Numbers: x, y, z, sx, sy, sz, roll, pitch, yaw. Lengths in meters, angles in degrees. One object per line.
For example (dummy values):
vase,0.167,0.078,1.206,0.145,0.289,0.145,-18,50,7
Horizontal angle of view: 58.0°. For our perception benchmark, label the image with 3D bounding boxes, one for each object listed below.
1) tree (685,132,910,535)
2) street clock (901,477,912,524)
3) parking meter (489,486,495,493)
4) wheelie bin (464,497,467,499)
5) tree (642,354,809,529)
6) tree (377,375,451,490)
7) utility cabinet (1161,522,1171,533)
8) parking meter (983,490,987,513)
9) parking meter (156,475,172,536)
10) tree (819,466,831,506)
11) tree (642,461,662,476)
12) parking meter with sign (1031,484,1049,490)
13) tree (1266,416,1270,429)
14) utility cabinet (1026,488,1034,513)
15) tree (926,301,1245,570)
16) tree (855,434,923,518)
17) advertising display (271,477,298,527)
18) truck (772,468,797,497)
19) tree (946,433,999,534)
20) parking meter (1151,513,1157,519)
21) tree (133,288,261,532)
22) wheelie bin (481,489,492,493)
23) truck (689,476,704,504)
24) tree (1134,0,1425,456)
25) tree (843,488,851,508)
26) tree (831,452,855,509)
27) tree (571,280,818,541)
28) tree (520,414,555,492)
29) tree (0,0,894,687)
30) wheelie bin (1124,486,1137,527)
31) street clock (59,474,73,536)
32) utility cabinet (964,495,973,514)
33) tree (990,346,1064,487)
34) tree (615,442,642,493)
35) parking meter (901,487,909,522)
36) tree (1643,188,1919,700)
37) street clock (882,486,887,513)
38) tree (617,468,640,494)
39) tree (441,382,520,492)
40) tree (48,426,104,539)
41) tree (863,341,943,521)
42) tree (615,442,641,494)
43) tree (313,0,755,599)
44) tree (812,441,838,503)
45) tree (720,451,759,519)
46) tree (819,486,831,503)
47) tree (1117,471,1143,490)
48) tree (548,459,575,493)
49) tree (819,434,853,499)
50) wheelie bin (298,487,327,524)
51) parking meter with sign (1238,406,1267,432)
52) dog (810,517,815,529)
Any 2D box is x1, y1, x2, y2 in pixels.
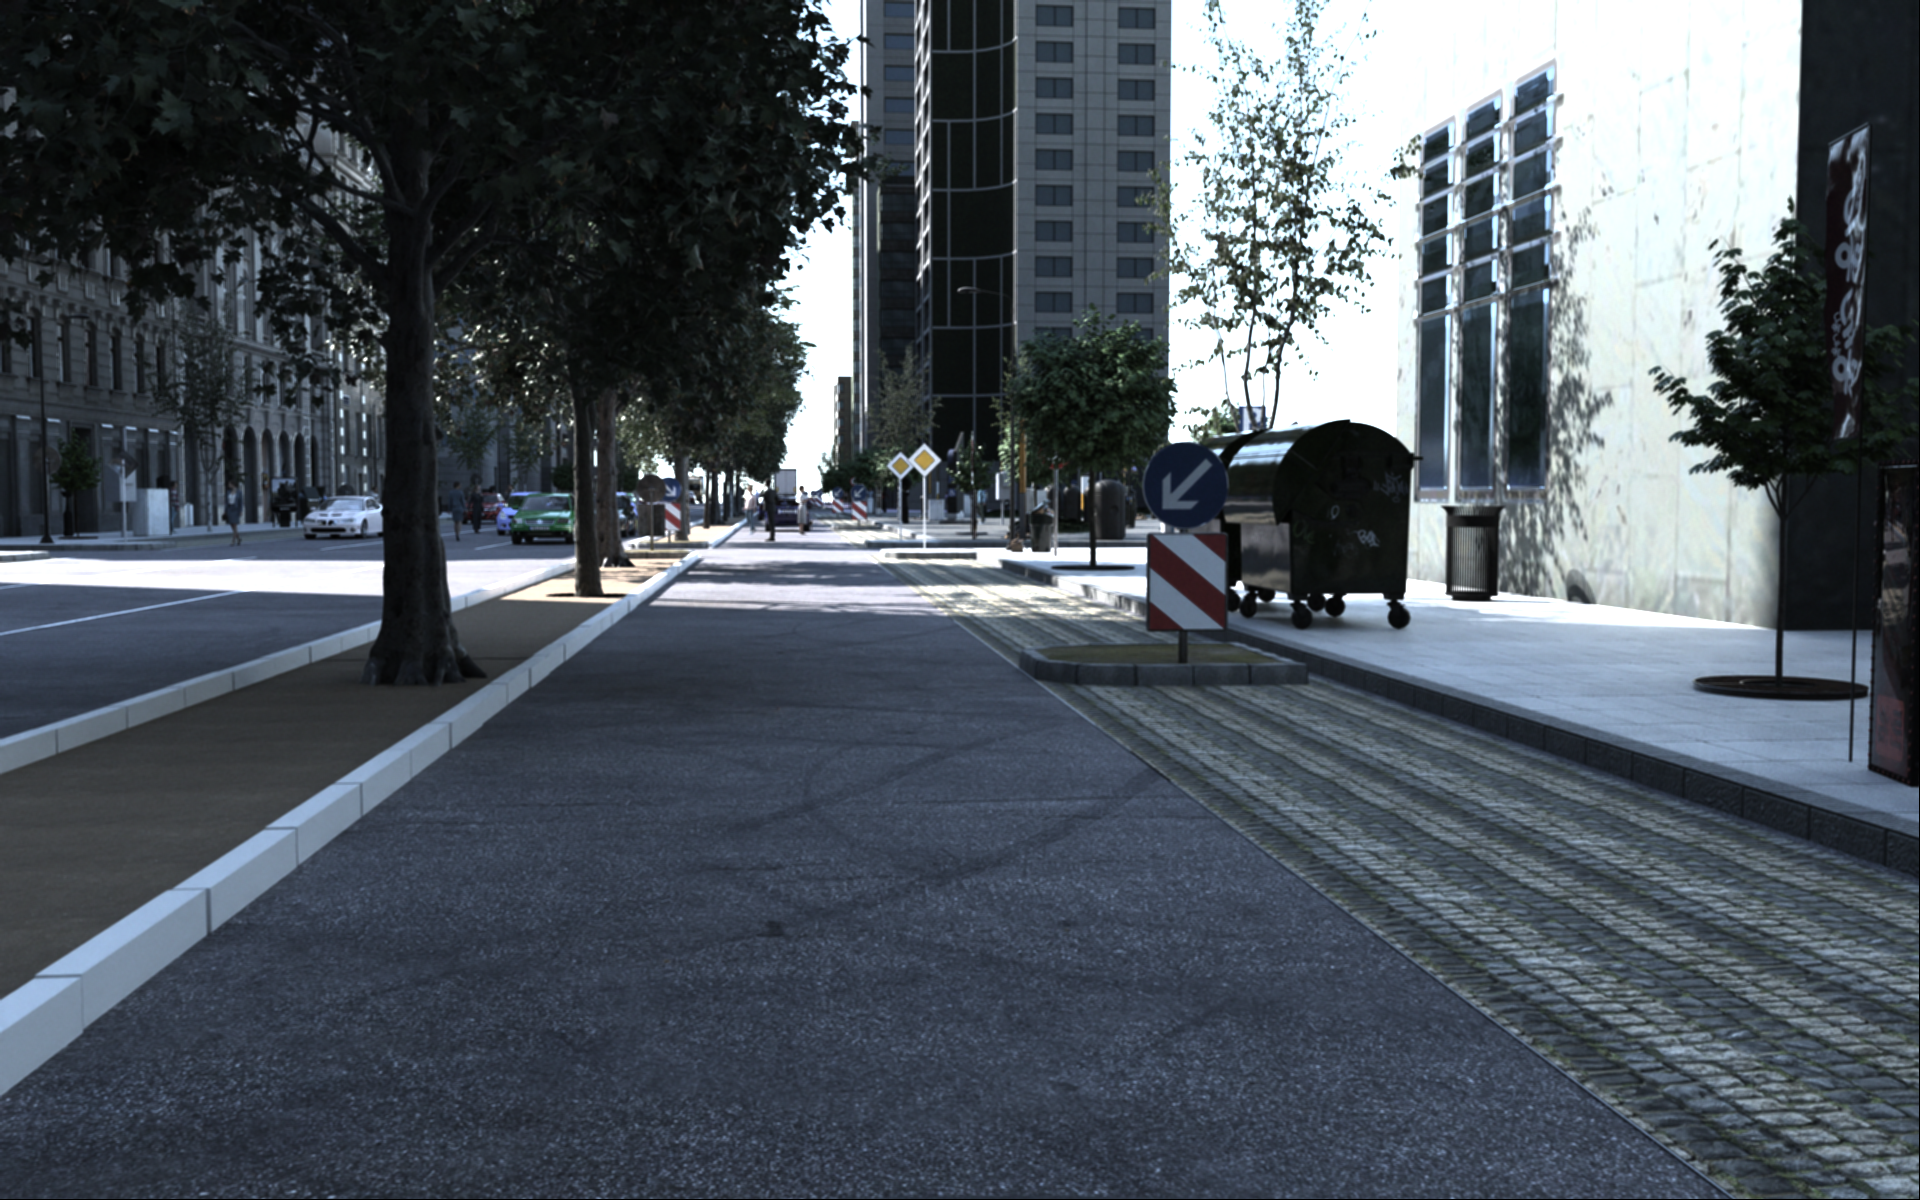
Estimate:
tree,-8.383,-12.301,59.466,12.611,20.169,13.585,0,3,0
street clock,-2.354,-4.335,75.445,0.471,2.002,0.358,2,4,24
parking meter,-31.820,-6.860,117.879,0.255,1.863,0.399,1,4,20
wheelie bin,-30.231,-5.985,105.769,0.693,1.594,0.980,-1,4,-9
tree,-10.380,-8.159,70.267,8.767,10.594,7.601,0,4,-6
tree,-30.130,-8.918,96.167,4.360,8.622,3.978,0,3,0
utility cabinet,6.825,-2.812,57.143,0.306,1.237,1.020,0,3,0
parking meter,1.547,-6.190,109.619,0.372,1.533,0.369,0,3,0
parking meter,-24.611,-2.925,53.541,0.399,1.863,0.255,2,4,33
tree,-8.859,-10.096,148.786,4.285,4.588,4.351,0,3,0
tree,-44.240,-18.006,244.752,4.360,8.622,3.978,0,3,0
parking meter with sign,4.731,-6.770,106.945,1.738,3.016,0.543,-1,4,-21
tree,9.293,-4.549,58.091,4.285,4.588,4.351,0,3,0
utility cabinet,2.584,-3.432,64.793,0.318,1.500,1.173,1,4,8
tree,2.316,-2.817,29.778,4.285,4.588,4.351,0,3,0
tree,-3.265,-6.739,93.901,4.285,4.588,4.351,0,3,0
advertising display,-26.094,-3.773,66.900,0.974,1.923,0.123,0,4,-6
truck,-19.483,-12.466,192.733,2.839,4.237,11.283,0,4,-7
tree,0.256,-3.713,55.312,1.663,3.219,1.824,0,3,0
parking meter,9.964,-5.093,88.974,0.255,1.863,0.399,0,4,-2
tree,-25.381,-6.596,58.209,4.360,8.622,3.978,0,3,0
wheelie bin,-31.090,-6.483,113.899,0.980,1.594,0.693,0,4,5
truck,-40.694,-16.942,265.908,2.839,4.237,11.283,0,4,-6
tree,4.133,-4.468,23.408,4.360,8.622,3.978,0,3,0
tree,-10.617,-10.437,165.239,1.663,3.219,1.824,0,3,0
tree,-5.419,-7.649,108.780,4.285,4.588,4.351,0,3,0
tree,-7.964,-7.888,49.558,7.486,12.596,7.792,0,3,0
tree,-32.415,-10.933,129.116,4.737,8.622,4.395,0,3,0
tree,-4.159,-5.710,12.817,9.611,12.733,9.660,0,3,0
wheelie bin,6.489,-3.658,67.719,0.693,1.594,0.980,-2,4,-35
street clock,-27.122,-2.940,52.631,0.471,2.002,0.358,1,4,22
utility cabinet,0.536,-6.117,111.175,1.020,1.237,0.306,-3,5,-39
tree,3.597,-8.244,85.155,4.737,8.622,4.395,0,3,0
tree,-40.697,-15.704,207.115,4.360,8.622,3.978,0,3,0
parking meter,-2.569,-4.579,80.580,0.255,1.863,0.399,1,4,18
tree,5.194,-1.012,11.148,1.663,3.219,1.824,0,3,0
street clock,-5.227,-7.077,120.272,0.358,2.002,0.471,-1,4,-10
tree,-41.297,-14.167,215.346,4.285,4.588,4.351,0,3,0
tree,-30.994,-9.797,110.550,4.737,8.622,4.395,0,3,0
tree,-25.417,-3.360,49.539,1.663,3.219,1.824,0,3,0
tree,-2.916,-8.162,83.807,4.360,8.622,3.978,0,3,0
tree,-42.052,-16.462,219.513,4.737,8.622,4.395,0,3,0
tree,-5.287,-5.848,23.827,9.928,11.665,9.643,0,3,0
tree,-18.581,-17.624,238.515,4.360,8.622,3.978,0,3,0
tree,-13.269,-9.017,100.243,4.360,8.622,3.978,0,3,0
tree,-20.007,-15.871,254.098,1.663,3.219,1.824,0,3,0
tree,9.279,-9.105,99.235,4.737,8.622,4.395,0,3,0
tree,-37.383,-11.156,166.109,4.285,4.588,4.351,0,3,0
tree,-14.672,-15.582,205.127,4.737,8.622,4.395,0,3,0
wheelie bin,-27.879,-4.051,74.138,0.693,1.594,0.980,3,4,38
parking meter with sign,5.882,-2.371,35.026,0.543,3.016,1.738,1,4,8
dog,-6.198,-3.113,70.183,0.406,0.507,0.540,3,4,38
